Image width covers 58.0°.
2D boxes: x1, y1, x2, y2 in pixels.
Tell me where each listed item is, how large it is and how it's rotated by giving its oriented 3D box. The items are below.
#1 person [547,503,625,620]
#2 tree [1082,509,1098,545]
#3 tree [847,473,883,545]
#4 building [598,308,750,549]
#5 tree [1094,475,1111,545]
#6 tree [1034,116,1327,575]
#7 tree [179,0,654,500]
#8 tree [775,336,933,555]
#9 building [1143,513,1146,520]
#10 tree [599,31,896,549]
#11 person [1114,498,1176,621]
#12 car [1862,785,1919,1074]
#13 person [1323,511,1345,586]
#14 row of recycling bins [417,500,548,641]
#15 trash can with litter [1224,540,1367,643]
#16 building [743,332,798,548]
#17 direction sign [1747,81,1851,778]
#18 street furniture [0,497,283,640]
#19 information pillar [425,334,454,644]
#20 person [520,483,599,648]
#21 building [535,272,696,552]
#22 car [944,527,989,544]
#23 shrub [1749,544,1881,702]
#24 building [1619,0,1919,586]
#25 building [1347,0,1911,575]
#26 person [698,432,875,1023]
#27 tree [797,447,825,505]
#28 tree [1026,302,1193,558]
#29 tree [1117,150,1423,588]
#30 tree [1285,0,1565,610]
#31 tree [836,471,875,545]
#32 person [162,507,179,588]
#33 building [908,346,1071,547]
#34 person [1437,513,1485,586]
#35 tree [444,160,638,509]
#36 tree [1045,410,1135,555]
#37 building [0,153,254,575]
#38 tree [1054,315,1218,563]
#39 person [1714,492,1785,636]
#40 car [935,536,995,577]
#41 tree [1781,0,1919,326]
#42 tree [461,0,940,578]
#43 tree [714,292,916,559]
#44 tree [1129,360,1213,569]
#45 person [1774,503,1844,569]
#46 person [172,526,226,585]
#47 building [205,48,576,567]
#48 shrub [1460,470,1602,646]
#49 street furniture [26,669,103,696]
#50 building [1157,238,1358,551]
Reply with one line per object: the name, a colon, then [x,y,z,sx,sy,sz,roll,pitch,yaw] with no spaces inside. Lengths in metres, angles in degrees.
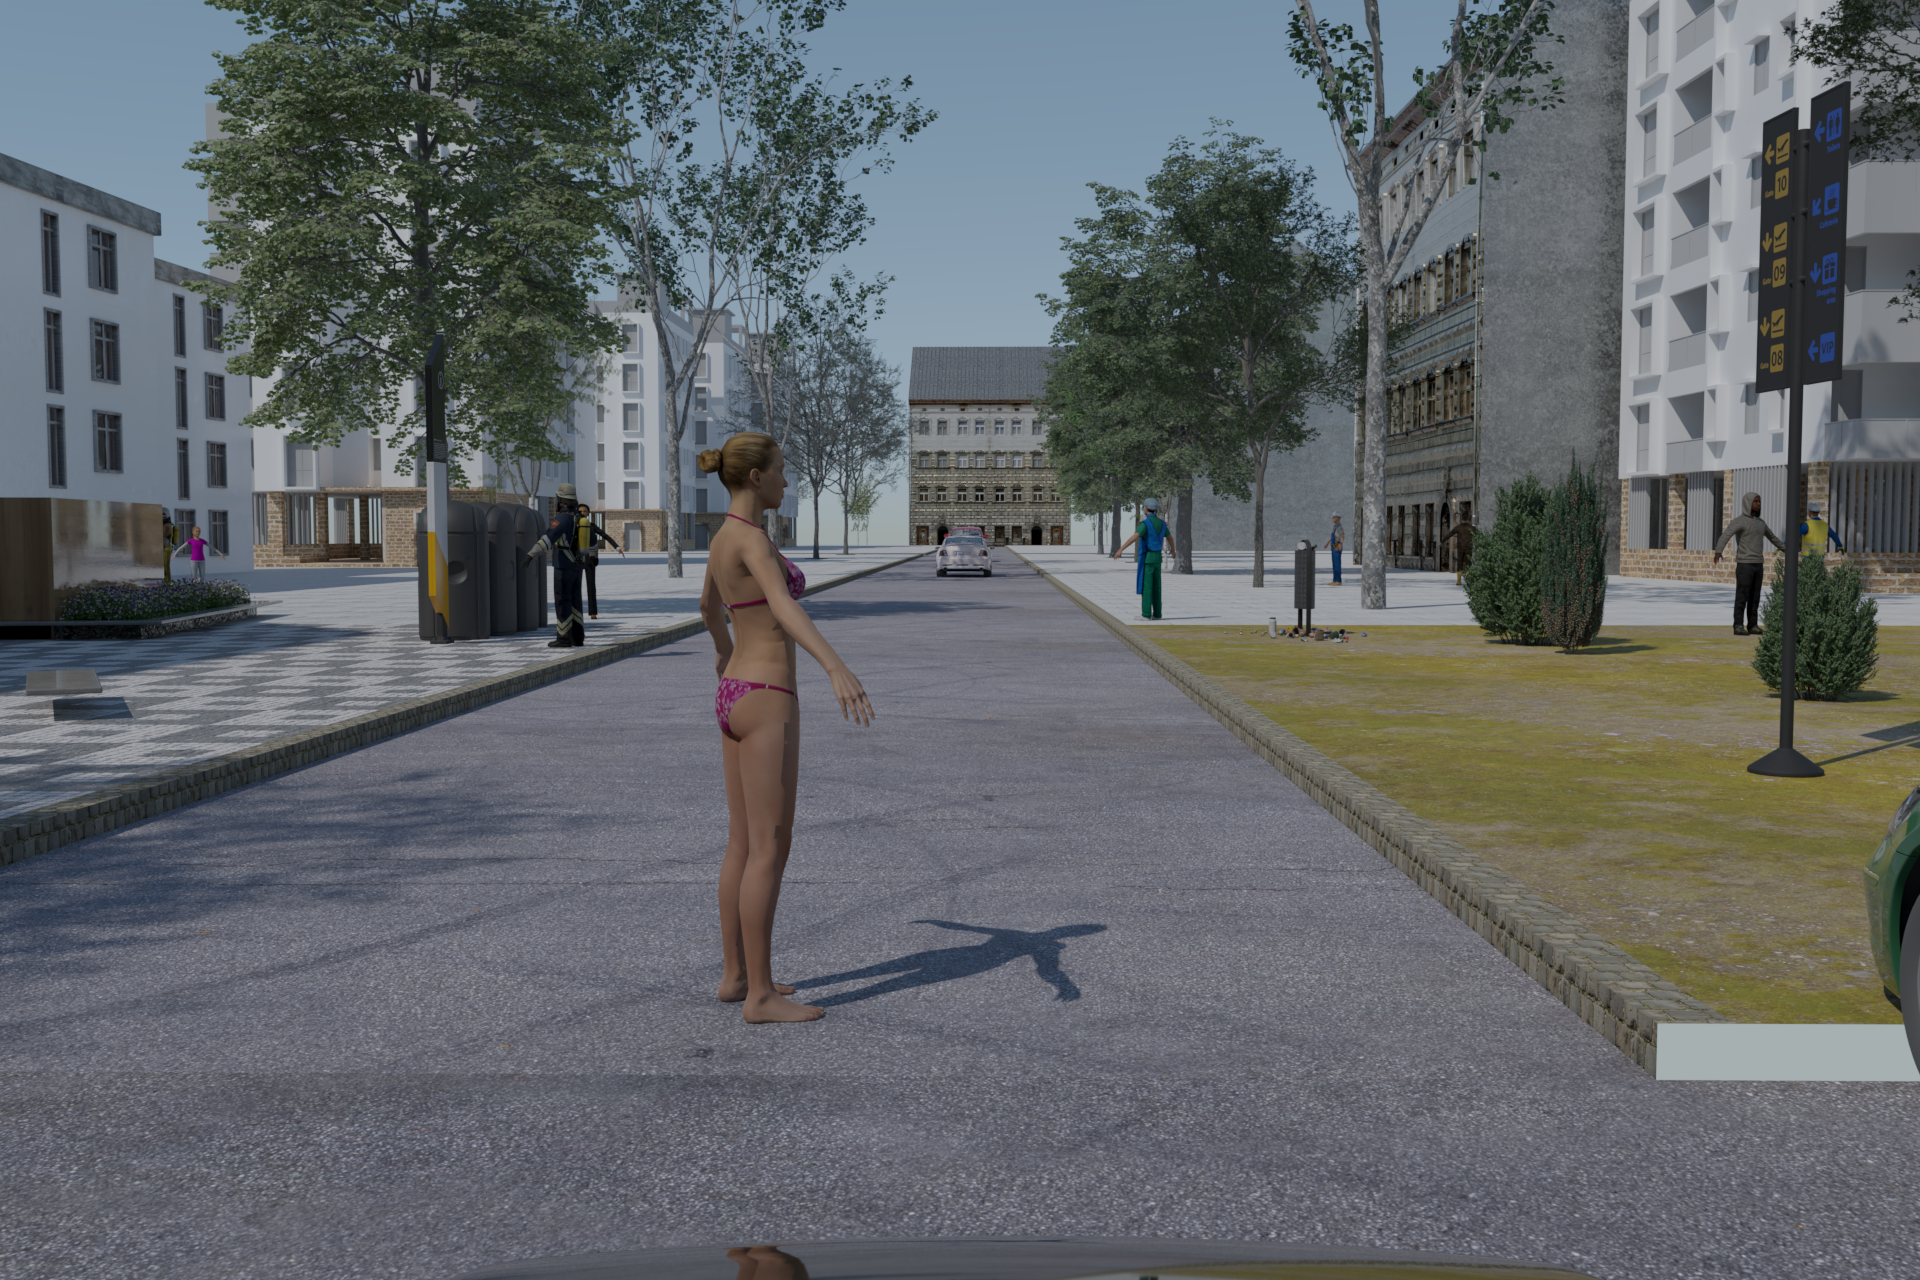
person: [-5.632,-1.174,25.913,1.216,1.740,0.721,-1,4,-10]
tree: [15.833,-15.284,200.252,4.360,8.622,3.978,0,3,0]
tree: [-11.161,-15.452,202.998,4.737,8.622,4.395,0,3,0]
building: [-24.362,-17.731,146.316,16.016,20.090,11.380,0,3,0]
tree: [16.803,-14.974,195.185,4.360,8.622,3.978,0,3,0]
tree: [7.097,-9.063,54.837,9.857,13.997,8.962,0,3,0]
tree: [-8.523,-6.676,27.276,7.486,12.596,7.792,0,3,0]
tree: [-6.869,-11.943,105.642,12.009,13.543,11.850,0,3,0]
building: [28.019,-18.646,171.319,16.747,18.905,31.486,0,4,1]
tree: [-8.516,-12.993,68.323,12.611,20.169,13.585,0,3,0]
person: [2.813,-1.201,25.760,1.347,1.817,0.704,-3,5,-43]
car: [3.276,0.559,2.651,2.131,1.459,4.920,0,4,1]
person: [9.332,-2.273,43.027,0.705,1.847,1.347,0,4,-4]
row of recycling bins: [-6.112,-0.941,22.505,1.069,1.692,3.534,0,4,1]
trash can with litter: [4.247,-0.636,21.457,1.678,1.210,2.233,0,4,-1]
building: [-21.719,-18.795,163.718,16.016,20.090,11.380,0,4,1]
direction sign: [4.430,-1.051,9.188,0.379,3.537,0.876,0,4,0]
street furniture: [-12.606,-1.060,24.181,9.812,1.723,11.010,-1,4,-10]
information pillar: [-6.072,-1.759,20.117,0.183,3.616,0.504,0,4,0]
person: [-4.472,-0.849,19.659,0.705,1.856,1.354,2,4,24]
building: [-26.543,-16.527,126.631,16.016,20.090,11.380,0,4,2]
car: [0.347,-4.929,89.260,2.281,1.827,5.304,0,4,1]
shrub: [6.620,-0.140,13.403,1.383,1.207,1.383,0,3,0]
building: [24.814,-11.812,49.549,16.016,20.090,11.380,0,4,1]
building: [25.457,-14.141,62.128,19.493,23.208,18.063,0,4,1]
person: [-0.538,0.248,5.206,0.721,1.733,1.217,-2,4,-25]
tree: [-20.542,-17.431,195.359,12.009,13.543,11.850,0,3,0]
tree: [8.376,-11.377,92.664,9.857,13.997,8.962,0,3,0]
tree: [7.445,-6.547,41.463,7.601,10.594,8.767,-3,5,-39]
tree: [8.204,-10.528,28.024,12.611,20.169,13.585,0,3,0]
tree: [-11.881,-15.122,197.605,4.737,8.622,4.395,0,3,0]
person: [-17.070,-1.916,37.092,0.705,1.858,1.354,-2,4,-28]
building: [3.543,-22.532,201.775,18.063,23.208,19.493,0,4,1]
person: [12.548,-2.257,43.040,1.346,1.812,0.704,1,4,23]
tree: [-8.667,-5.142,34.442,4.360,8.622,3.978,0,3,0]
tree: [9.010,-11.544,106.878,7.486,12.596,7.792,0,3,0]
building: [-25.397,-6.323,45.521,9.099,9.664,28.070,0,4,2]
tree: [7.804,-9.254,77.054,9.928,11.665,9.643,0,3,0]
person: [10.034,-0.968,21.958,1.348,1.813,0.705,-1,4,-22]
car: [0.162,-2.861,59.135,2.083,1.381,4.827,0,4,1]
tree: [13.156,-5.069,17.290,8.767,10.594,7.601,0,4,5]
tree: [-7.422,-11.817,49.103,12.611,20.169,13.585,0,3,0]
tree: [-7.304,-10.879,88.242,12.009,13.543,11.850,0,3,0]
tree: [7.457,-6.915,63.427,4.360,8.622,3.978,0,3,0]
person: [15.327,-1.541,31.161,1.349,1.833,0.705,0,4,-7]
person: [-14.898,-1.506,33.889,0.991,1.433,0.599,-3,4,-37]
building: [-23.245,-12.981,68.656,16.016,20.090,11.380,0,4,1]
shrub: [6.625,-0.959,20.101,1.690,2.028,1.600,0,3,0]
street furniture: [-12.494,-0.348,12.536,11.010,1.723,9.812,-2,4,-28]
building: [25.137,-18.804,138.378,19.493,23.208,18.063,0,4,1]
